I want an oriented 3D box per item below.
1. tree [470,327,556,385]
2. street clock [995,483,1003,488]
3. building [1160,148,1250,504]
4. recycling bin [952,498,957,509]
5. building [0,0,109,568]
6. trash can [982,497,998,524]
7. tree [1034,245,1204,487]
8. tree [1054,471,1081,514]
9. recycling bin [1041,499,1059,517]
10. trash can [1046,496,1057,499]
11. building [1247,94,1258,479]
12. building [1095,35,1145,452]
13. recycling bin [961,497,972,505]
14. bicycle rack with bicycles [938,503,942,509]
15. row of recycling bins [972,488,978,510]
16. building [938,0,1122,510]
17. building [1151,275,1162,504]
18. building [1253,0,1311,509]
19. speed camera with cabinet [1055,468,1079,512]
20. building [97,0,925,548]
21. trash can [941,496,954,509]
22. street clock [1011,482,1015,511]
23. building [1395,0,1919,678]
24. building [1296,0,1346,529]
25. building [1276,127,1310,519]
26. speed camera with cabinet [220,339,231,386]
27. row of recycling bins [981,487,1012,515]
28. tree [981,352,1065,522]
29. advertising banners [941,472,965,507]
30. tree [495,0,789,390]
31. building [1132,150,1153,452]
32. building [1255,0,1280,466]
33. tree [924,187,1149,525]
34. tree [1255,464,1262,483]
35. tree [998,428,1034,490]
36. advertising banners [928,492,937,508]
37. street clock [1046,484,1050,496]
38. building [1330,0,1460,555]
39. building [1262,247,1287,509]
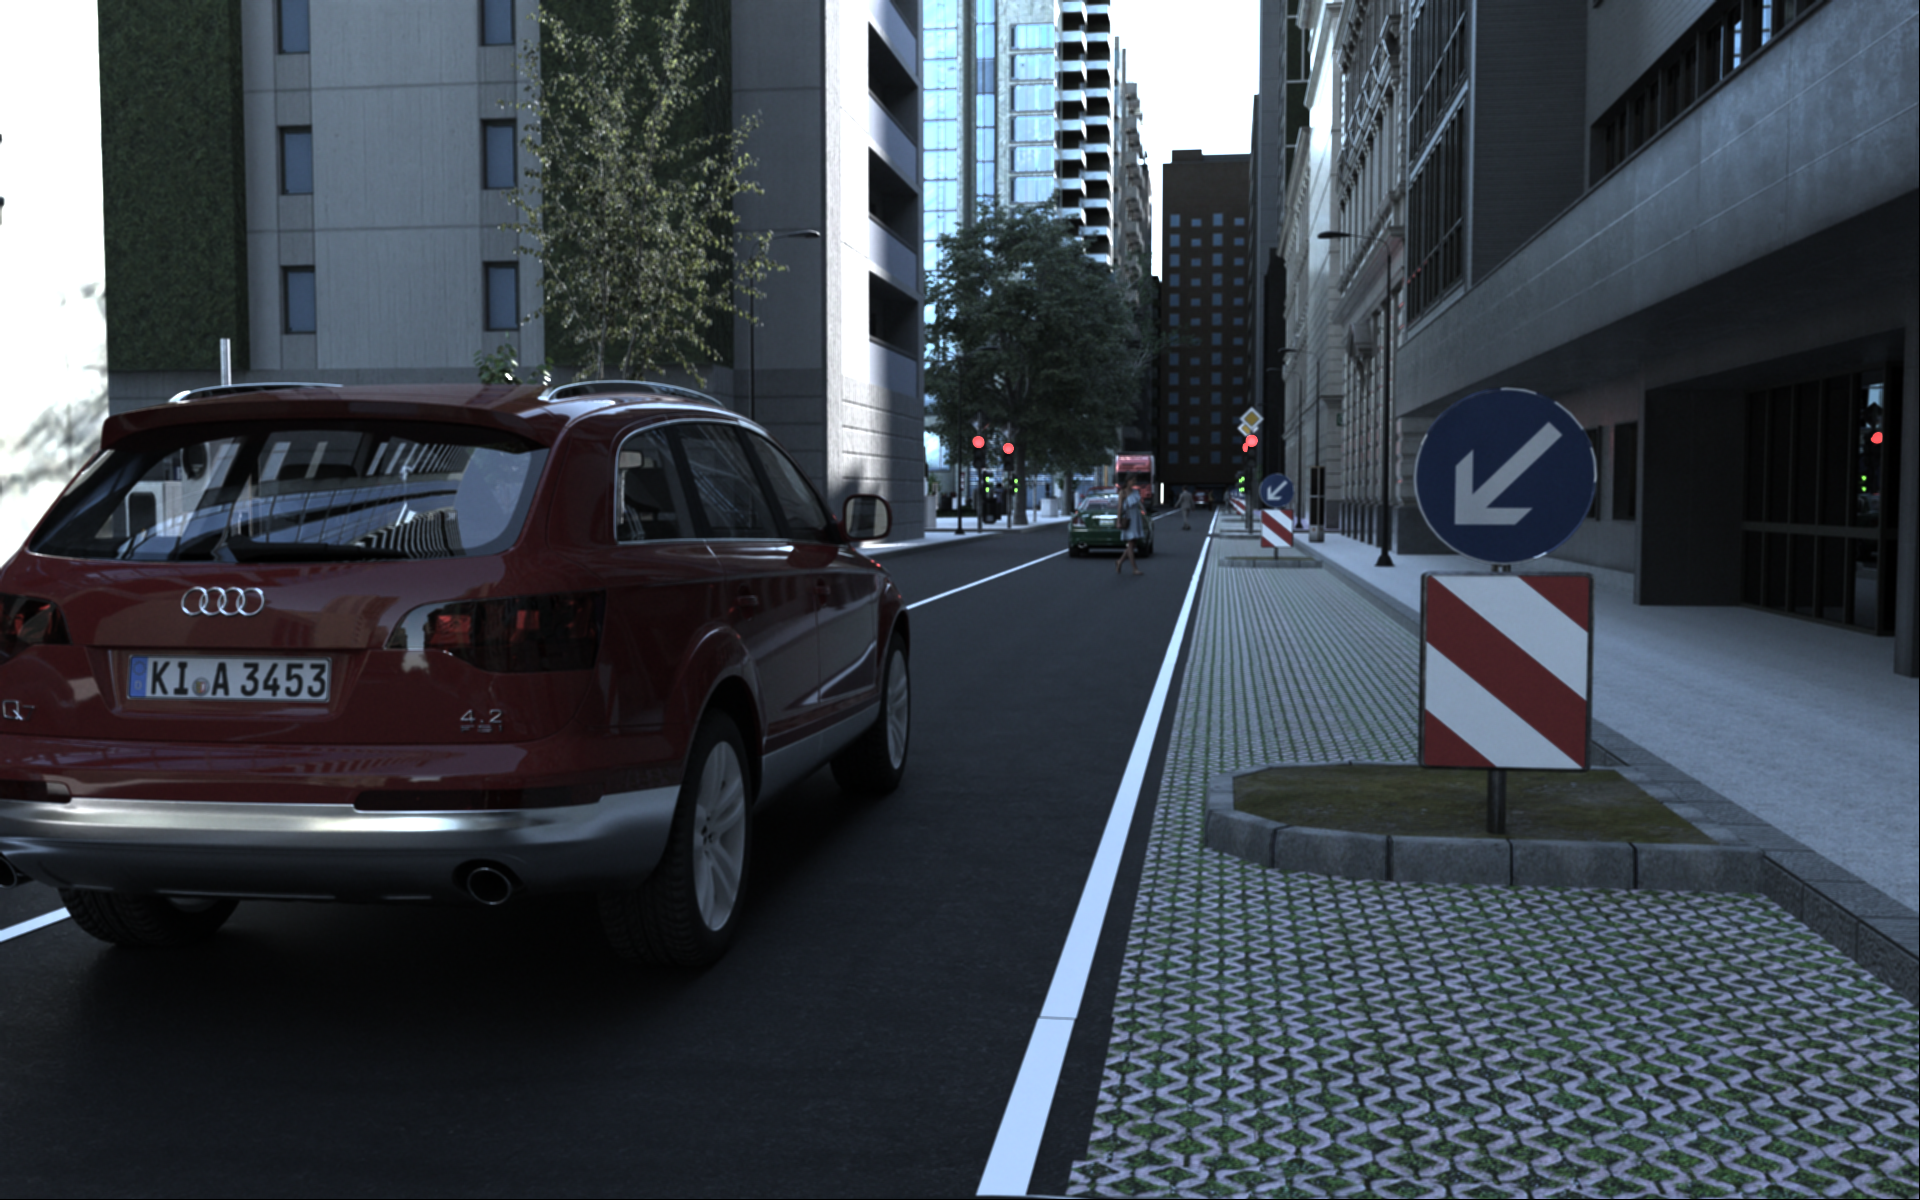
[{"bbox_3d":[-5.333,-1.567,20.222,1.663,3.219,1.824,0,3,0],"label":"tree"},{"bbox_3d":[2.567,-6.689,113.933,0.471,2.002,0.358,-3,5,-41],"label":"street clock"},{"bbox_3d":[33.685,-35.285,227.026,14.200,45.320,14.600,1,4,9],"label":"building"},{"bbox_3d":[-0.572,-6.487,118.609,0.722,1.027,0.722,0,4,-2],"label":"recycling bin"},{"bbox_3d":[-19.648,-42.063,0.395,22.319,86.520,31.000,1,4,9],"label":"building"},{"bbox_3d":[1.266,-3.872,74.957,0.748,1.137,0.748,0,3,0],"label":"trash can"},{"bbox_3d":[11.639,-16.836,131.161,12.611,20.169,13.585,0,3,0],"label":"tree"},{"bbox_3d":[6.989,-7.121,111.027,1.663,3.219,1.824,0,3,0],"label":"tree"},{"bbox_3d":[4.939,-5.065,95.371,0.722,1.027,0.722,3,5,43],"label":"recycling bin"},{"bbox_3d":[6.043,-6.296,114.588,0.748,1.137,0.748,0,3,0],"label":"trash can"},{"bbox_3d":[44.196,-35.221,199.569,21.300,48.544,21.600,1,4,9],"label":"building"},{"bbox_3d":[8.228,-34.640,185.978,23.786,49.044,30.456,1,4,9],"label":"building"},{"bbox_3d":[0.540,-7.744,139.176,0.722,1.027,0.722,1,4,20],"label":"recycling bin"},{"bbox_3d":[-2.302,-6.817,124.837,2.925,0.926,2.852,1,4,11],"label":"bicycle rack with bicycles"},{"bbox_3d":[1.511,-6.226,108.913,1.069,1.692,3.534,1,4,13],"label":"row of recycling bins"},{"bbox_3d":[3.750,-51.487,154.490,22.319,86.520,31.000,1,4,9],"label":"building"},{"bbox_3d":[19.686,-28.004,229.566,14.107,30.474,14.160,1,4,9],"label":"building"},{"bbox_3d":[36.092,-43.549,150.274,20.563,71.187,20.611,1,4,9],"label":"building"},{"bbox_3d":[7.572,-7.868,122.983,0.660,3.252,2.038,3,5,43],"label":"speed camera with cabinet"},{"bbox_3d":[-15.549,-30.856,46.499,28.212,58.520,21.231,1,4,9],"label":"building"},{"bbox_3d":[-0.761,-5.681,104.536,0.748,1.137,0.748,0,3,0],"label":"trash can"},{"bbox_3d":[2.734,-4.970,85.834,0.471,2.002,0.358,0,4,2],"label":"street clock"},{"bbox_3d":[13.595,-12.225,18.942,14.314,24.678,30.058,1,4,9],"label":"building"},{"bbox_3d":[35.746,-17.777,67.076,44.131,29.872,17.030,1,4,9],"label":"building"},{"bbox_3d":[26.313,-16.787,110.629,11.583,22.565,21.152,1,4,9],"label":"building"},{"bbox_3d":[-10.020,-1.716,22.395,2.038,3.252,0.660,3,4,36],"label":"speed camera with cabinet"},{"bbox_3d":[2.373,-6.012,105.414,1.069,1.692,3.534,1,4,16],"label":"row of recycling bins"},{"bbox_3d":[3.263,-7.888,79.329,4.737,8.622,4.395,0,3,0],"label":"tree"},{"bbox_3d":[-0.572,-8.659,137.764,2.074,3.025,0.090,-1,4,-13],"label":"advertising banners"},{"bbox_3d":[-4.848,-4.576,25.183,4.360,8.622,3.978,0,3,0],"label":"tree"},{"bbox_3d":[15.988,-32.087,208.209,14.086,41.232,14.154,1,4,9],"label":"building"},{"bbox_3d":[40.578,-38.695,174.668,21.231,58.520,28.212,1,4,9],"label":"building"},{"bbox_3d":[2.387,-10.090,71.621,9.857,13.997,8.962,0,3,0],"label":"tree"},{"bbox_3d":[25.410,-9.594,140.568,4.285,4.588,4.351,0,3,0],"label":"tree"},{"bbox_3d":[4.503,-10.294,118.671,4.360,8.622,3.978,0,3,0],"label":"tree"},{"bbox_3d":[-2.315,-6.316,99.450,2.074,3.025,0.090,1,4,22],"label":"advertising banners"},{"bbox_3d":[6.149,-7.136,121.236,0.358,2.002,0.471,1,4,9],"label":"street clock"},{"bbox_3d":[15.367,-13.179,44.355,11.050,23.489,19.941,1,4,9],"label":"building"},{"bbox_3d":[28.990,-18.299,128.868,12.332,23.373,15.834,1,4,9],"label":"building"}]
